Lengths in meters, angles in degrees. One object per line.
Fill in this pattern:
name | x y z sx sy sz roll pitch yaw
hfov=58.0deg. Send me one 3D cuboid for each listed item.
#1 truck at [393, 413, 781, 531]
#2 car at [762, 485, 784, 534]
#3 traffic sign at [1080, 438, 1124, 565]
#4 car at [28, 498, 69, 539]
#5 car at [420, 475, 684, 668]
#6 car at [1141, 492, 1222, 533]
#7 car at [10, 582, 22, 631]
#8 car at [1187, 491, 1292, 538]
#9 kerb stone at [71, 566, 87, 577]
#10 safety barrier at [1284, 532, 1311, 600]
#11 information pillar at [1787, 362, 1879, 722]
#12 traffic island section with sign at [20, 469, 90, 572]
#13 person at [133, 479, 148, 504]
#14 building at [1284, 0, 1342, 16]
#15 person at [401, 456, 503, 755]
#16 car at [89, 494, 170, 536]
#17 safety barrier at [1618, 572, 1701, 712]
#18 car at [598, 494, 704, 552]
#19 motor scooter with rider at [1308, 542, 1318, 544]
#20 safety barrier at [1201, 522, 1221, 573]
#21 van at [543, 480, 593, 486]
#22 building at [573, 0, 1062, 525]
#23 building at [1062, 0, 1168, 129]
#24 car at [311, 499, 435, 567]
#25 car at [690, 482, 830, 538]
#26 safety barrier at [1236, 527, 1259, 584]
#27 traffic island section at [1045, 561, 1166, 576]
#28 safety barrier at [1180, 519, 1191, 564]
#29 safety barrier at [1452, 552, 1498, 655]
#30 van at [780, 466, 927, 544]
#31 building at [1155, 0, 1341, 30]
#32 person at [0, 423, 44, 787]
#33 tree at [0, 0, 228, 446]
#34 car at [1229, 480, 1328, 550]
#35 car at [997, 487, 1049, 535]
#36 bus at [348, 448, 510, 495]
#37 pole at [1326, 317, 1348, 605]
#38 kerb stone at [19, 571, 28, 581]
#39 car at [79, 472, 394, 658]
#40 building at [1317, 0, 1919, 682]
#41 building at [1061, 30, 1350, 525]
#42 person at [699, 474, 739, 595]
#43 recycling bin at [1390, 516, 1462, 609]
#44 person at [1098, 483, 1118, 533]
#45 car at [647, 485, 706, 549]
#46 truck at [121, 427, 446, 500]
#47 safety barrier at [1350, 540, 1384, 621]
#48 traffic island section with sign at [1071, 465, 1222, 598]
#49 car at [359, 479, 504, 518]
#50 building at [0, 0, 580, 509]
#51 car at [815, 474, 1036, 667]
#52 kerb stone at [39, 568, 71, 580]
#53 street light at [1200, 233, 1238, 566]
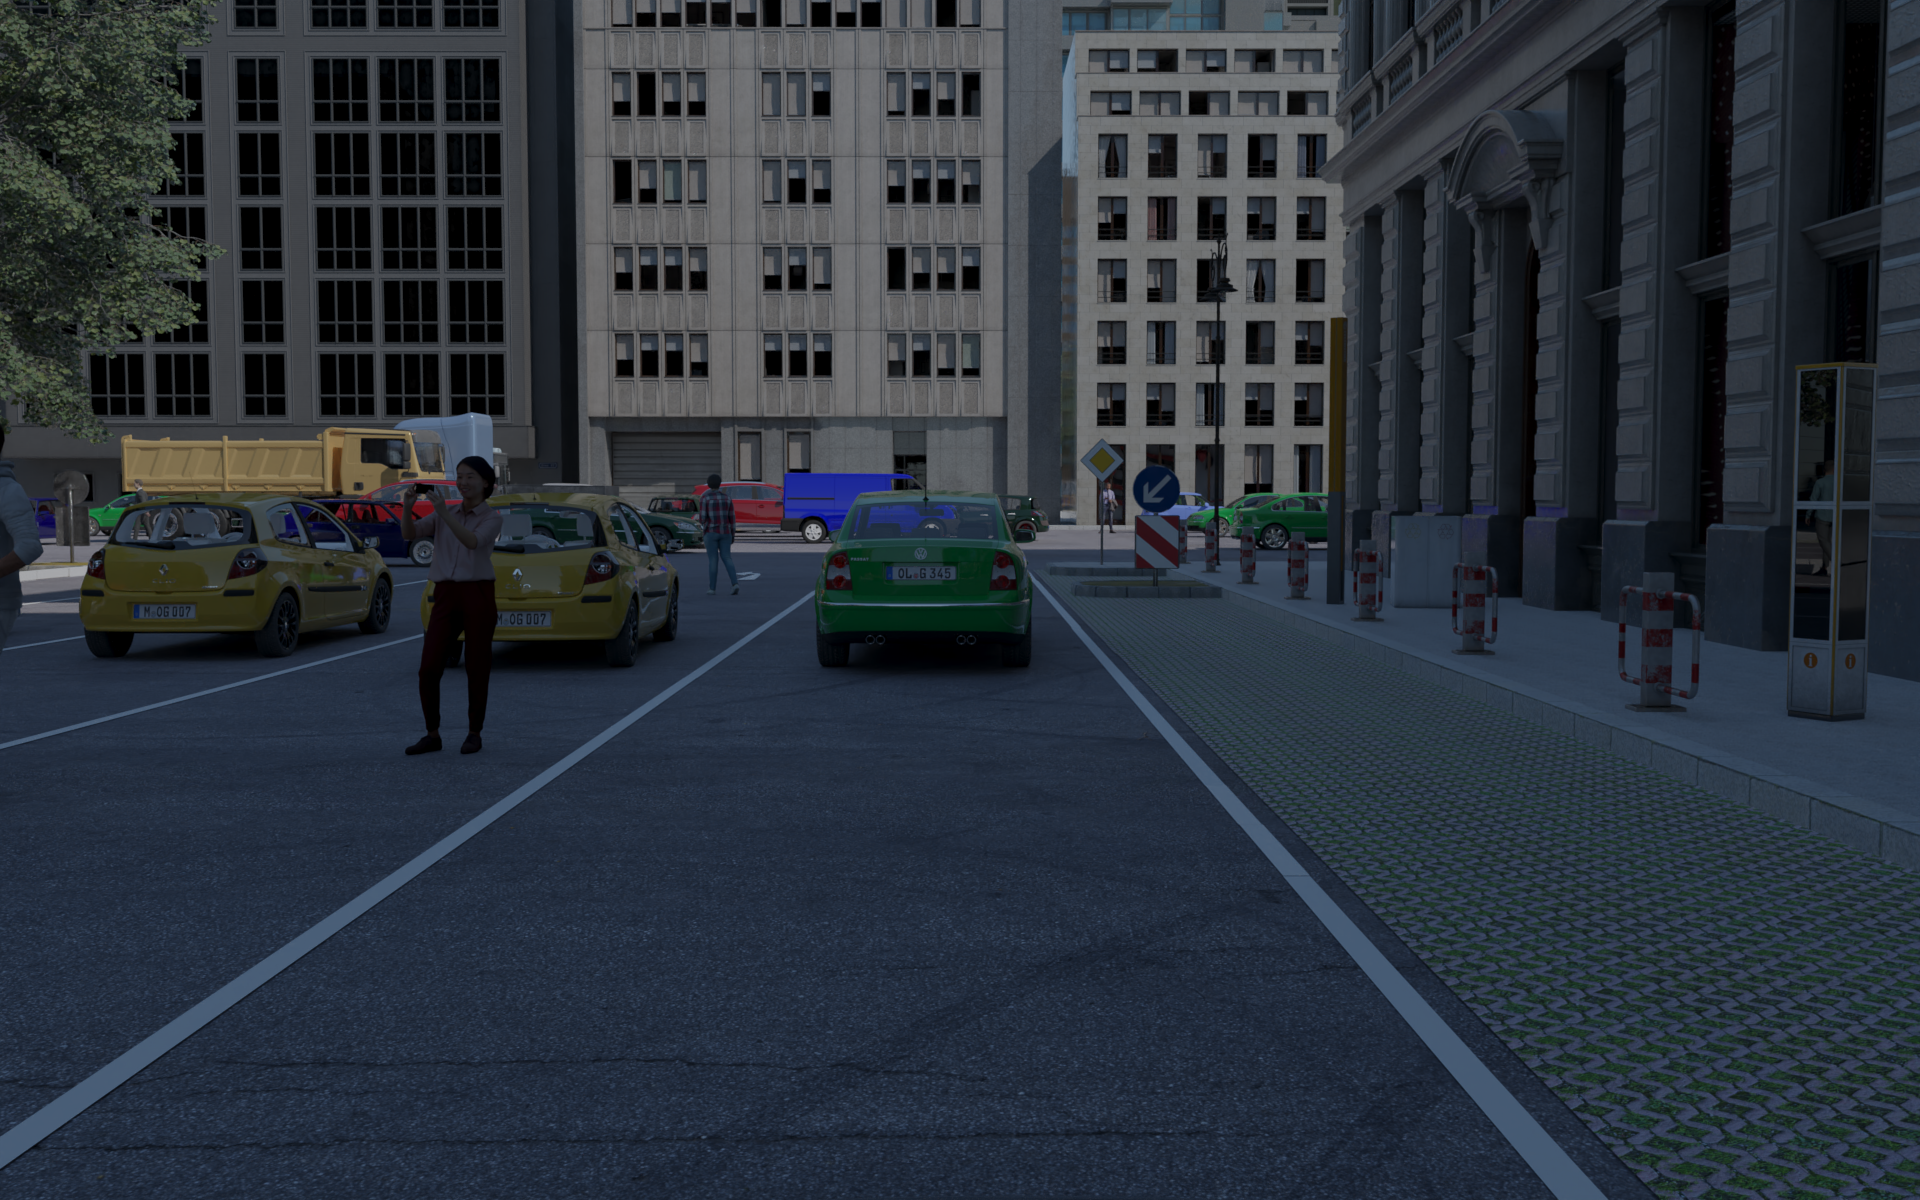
truck | -10.247 -4.180 58.103 18.799 4.110 2.967 0 3 0
car | -8.402 -3.365 63.689 5.304 1.827 2.281 0 4 2
traffic sign | 2.567 -1.694 31.336 0.795 2.450 0.064 0 3 0
car | -26.242 -2.200 48.548 1.945 1.354 3.894 0 3 0
car | -3.589 -0.337 15.729 2.015 1.641 3.980 0 4 -2
car | 8.598 -3.362 64.559 3.694 1.707 1.945 0 4 -1
car | -10.402 -0.232 15.795 2.014 1.417 4.499 0 4 -1
car | 9.871 -2.993 57.726 4.718 1.807 1.959 0 4 -1
kerb stone | -15.474 -0.507 30.491 0.120 0.150 1.000 0 3 0
safety barrier | 4.116 -0.418 21.102 0.300 0.817 1.120 0 3 0
information pillar | 4.966 -0.329 9.871 0.304 2.012 0.304 -2 4 -26
traffic island section with sign | -16.530 -1.437 31.625 2.006 1.907 1.989 0 3 0
person | -22.870 -2.445 48.256 0.755 1.850 0.659 -1 4 -10
building | 44.835 -48.980 239.081 20.611 71.187 20.563 0 3 0
person | -2.789 0.025 9.545 0.566 1.644 0.517 -3 4 -36
car | -28.124 -3.097 59.433 4.718 1.807 1.959 0 4 -2
safety barrier | 4.126 0.246 10.250 0.300 0.817 1.120 0 3 0
car | -8.654 -1.855 42.122 4.920 1.459 2.131 0 4 0
motor scooter with rider | 10.893 -2.488 49.643 1.986 1.779 0.876 0 4 1
safety barrier | 4.103 -0.859 28.323 0.300 0.817 1.120 0 3 0
van | -14.439 -3.722 67.867 4.112 2.044 2.013 0 4 -1
building | -5.785 -15.834 76.901 19.932 24.808 12.078 0 3 0
building | 17.232 -33.004 159.230 23.786 49.044 30.456 0 3 0
car | -11.614 -1.349 34.638 3.894 1.354 1.945 0 4 2
car | -6.072 -2.768 53.926 5.304 1.827 2.281 0 4 -1
safety barrier | 4.106 -0.638 24.710 0.300 0.817 1.120 0 3 0
traffic island section | 2.590 -0.559 31.413 2.009 0.180 2.903 0 3 0
safety barrier | 4.100 -1.080 31.938 0.300 0.817 1.120 0 3 0
safety barrier | 4.118 0.025 13.873 0.300 0.817 1.120 0 3 0
van | -2.603 -2.829 50.645 5.245 2.365 2.240 0 4 -2
building | 35.676 -34.076 176.756 30.456 49.044 23.786 0 3 0
person | -4.637 0.038 8.033 0.875 1.805 0.789 2 4 32
tree | -16.467 -7.222 27.187 9.857 13.997 8.962 0 3 0
car | 9.360 -2.204 44.824 4.718 1.807 1.959 0 4 1
car | 0.638 -2.657 53.230 4.222 1.686 2.009 0 4 2
bus | -22.570 -4.221 63.878 13.247 3.499 2.948 0 4 -1
pole | 4.380 -1.606 20.106 0.158 3.312 0.155 0 3 0
kerb stone | -15.482 -0.381 28.424 0.120 0.150 1.000 0 3 0
car | -6.763 -0.390 16.607 2.015 1.641 3.980 0 4 0
building | 11.305 -11.693 20.056 11.050 23.489 19.941 0 3 0
building | 13.143 -13.472 75.024 16.860 20.320 10.420 0 3 0
person | -3.448 -0.939 24.685 0.563 1.720 0.643 -2 4 -30
recycling bin | 5.308 -0.440 19.754 0.722 1.027 0.722 1 4 10
person | 5.379 -3.330 62.806 0.709 1.838 0.599 -1 4 -14
car | -7.459 -2.257 46.683 2.009 1.686 4.222 0 4 1
truck | -19.499 -3.398 51.480 9.791 3.379 3.469 0 4 2
safety barrier | 4.117 -0.197 17.489 0.300 0.817 1.120 0 3 0
traffic island section with sign | 2.603 -0.980 24.654 1.989 1.847 2.006 0 3 0
car | -14.191 -2.208 44.771 5.304 1.827 2.281 0 4 1
building | -28.791 -17.413 78.210 24.014 27.812 14.314 0 3 0
car | -0.272 -0.424 15.726 1.959 1.807 4.718 0 4 1
kerb stone | -15.486 -0.444 29.452 0.120 0.150 1.000 0 3 0
street light | 4.601 -3.557 30.938 0.468 5.910 1.993 0 3 0
